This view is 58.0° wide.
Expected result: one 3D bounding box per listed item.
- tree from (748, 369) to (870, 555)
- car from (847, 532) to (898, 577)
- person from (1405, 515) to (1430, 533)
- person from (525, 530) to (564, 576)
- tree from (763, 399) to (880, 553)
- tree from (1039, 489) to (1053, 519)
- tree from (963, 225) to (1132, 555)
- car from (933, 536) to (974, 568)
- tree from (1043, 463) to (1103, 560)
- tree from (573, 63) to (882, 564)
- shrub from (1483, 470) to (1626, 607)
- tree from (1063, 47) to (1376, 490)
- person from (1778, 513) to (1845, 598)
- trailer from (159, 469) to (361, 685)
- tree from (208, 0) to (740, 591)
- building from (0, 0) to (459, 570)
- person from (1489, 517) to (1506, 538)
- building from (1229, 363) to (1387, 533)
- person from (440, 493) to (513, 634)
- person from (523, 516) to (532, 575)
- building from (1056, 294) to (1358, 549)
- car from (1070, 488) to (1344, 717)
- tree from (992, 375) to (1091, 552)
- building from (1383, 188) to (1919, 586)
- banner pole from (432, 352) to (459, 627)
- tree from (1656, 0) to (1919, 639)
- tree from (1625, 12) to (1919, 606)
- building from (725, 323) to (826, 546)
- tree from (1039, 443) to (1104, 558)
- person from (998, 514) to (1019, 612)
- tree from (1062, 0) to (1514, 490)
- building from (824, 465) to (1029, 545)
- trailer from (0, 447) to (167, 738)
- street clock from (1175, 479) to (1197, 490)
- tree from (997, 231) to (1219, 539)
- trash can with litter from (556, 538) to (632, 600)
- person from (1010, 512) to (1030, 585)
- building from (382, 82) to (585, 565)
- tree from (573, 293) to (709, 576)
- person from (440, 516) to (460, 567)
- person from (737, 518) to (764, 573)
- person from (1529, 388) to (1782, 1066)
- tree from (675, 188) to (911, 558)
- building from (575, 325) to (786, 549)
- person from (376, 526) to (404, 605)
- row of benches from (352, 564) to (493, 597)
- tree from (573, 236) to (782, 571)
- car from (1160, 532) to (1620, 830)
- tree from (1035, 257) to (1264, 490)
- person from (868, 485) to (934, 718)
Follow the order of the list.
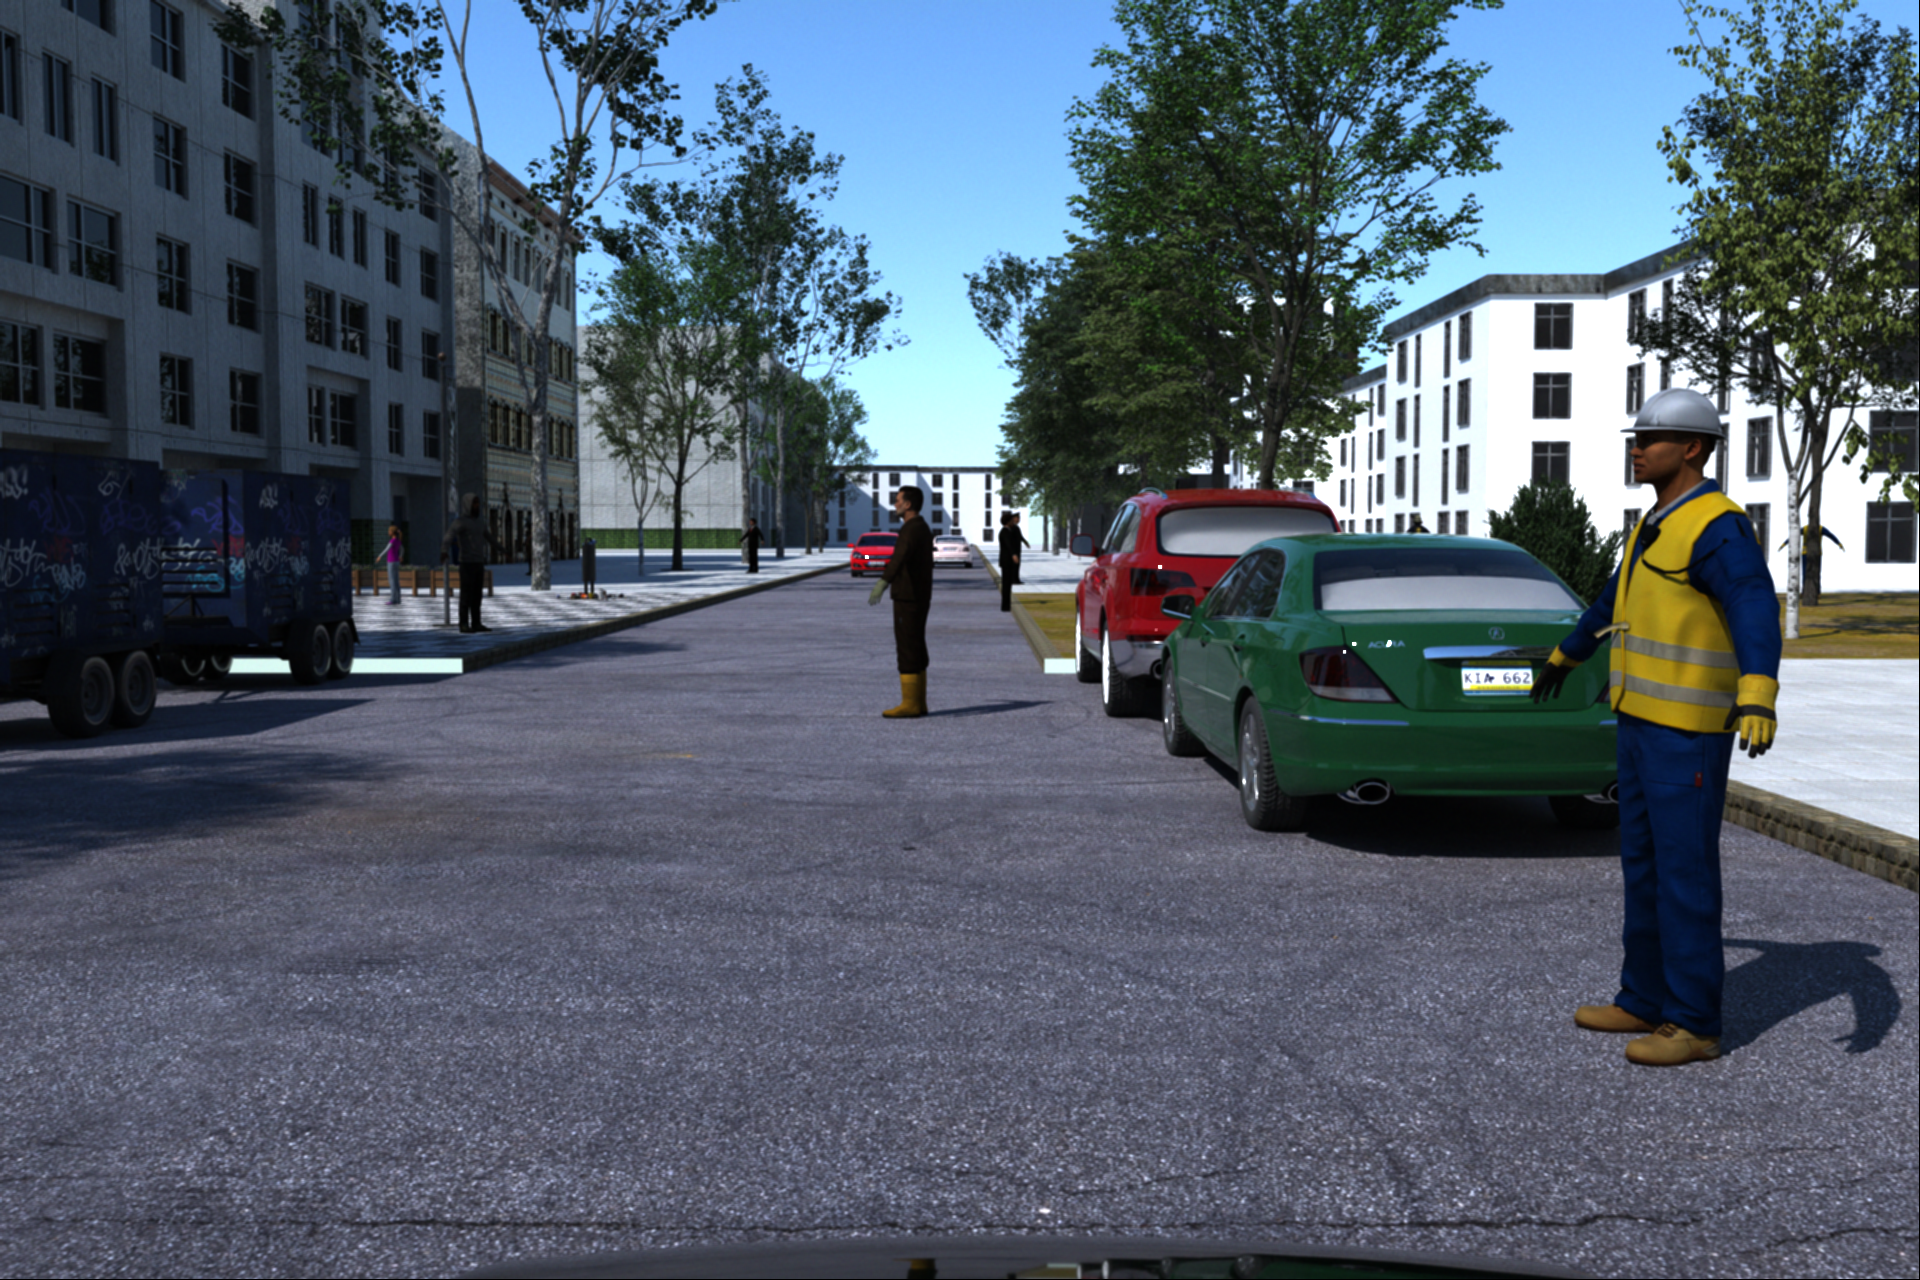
[{"bbox_3d":[-9.417,-11.164,108.290,9.928,11.665,9.643,0,3,0],"label":"tree"},{"bbox_3d":[-2.726,-3.049,58.899,2.155,1.783,4.494,0,4,0],"label":"car"},{"bbox_3d":[14.173,-2.929,53.672,1.354,1.856,0.705,0,4,7],"label":"person"},{"bbox_3d":[-12.593,-2.824,52.317,0.704,1.843,1.345,3,5,43],"label":"person"},{"bbox_3d":[-9.511,-11.178,117.181,8.767,10.594,7.601,0,4,3],"label":"tree"},{"bbox_3d":[12.217,-16.063,212.997,4.360,8.622,3.978,0,3,0],"label":"tree"},{"bbox_3d":[6.854,-15.077,102.400,12.611,20.169,13.585,0,3,0],"label":"tree"},{"bbox_3d":[-0.422,-3.744,73.575,2.083,1.381,4.827,0,4,-1],"label":"car"},{"bbox_3d":[5.824,-8.219,84.743,4.360,8.622,3.978,0,3,0],"label":"tree"},{"bbox_3d":[-9.730,-13.249,72.505,12.611,20.169,13.585,0,3,0],"label":"tree"},{"bbox_3d":[6.880,-0.969,20.256,1.690,2.028,1.600,0,3,0],"label":"shrub"},{"bbox_3d":[5.804,-7.533,41.292,7.486,12.596,7.792,0,3,0],"label":"tree"},{"bbox_3d":[16.988,-1.719,34.562,1.216,1.772,0.721,3,4,36],"label":"person"},{"bbox_3d":[-6.792,-0.550,16.043,1.471,1.999,3.904,0,4,0],"label":"trailer"},{"bbox_3d":[-10.493,-11.258,39.959,12.611,20.169,13.585,0,3,0],"label":"tree"},{"bbox_3d":[-27.555,-11.170,49.094,16.747,18.905,31.486,0,4,1],"label":"building"},{"bbox_3d":[14.308,-2.355,45.302,1.217,1.733,0.721,2,4,32],"label":"person"},{"bbox_3d":[21.759,-9.522,97.828,9.099,9.664,28.070,0,3,0],"label":"building"},{"bbox_3d":[-6.320,-1.000,22.484,0.705,1.813,1.348,2,4,24],"label":"person"},{"bbox_3d":[-13.388,-2.949,53.978,0.705,1.858,1.354,-2,4,-23],"label":"person"},{"bbox_3d":[22.850,-19.569,163.924,27.936,21.610,32.646,0,4,0],"label":"building"},{"bbox_3d":[2.142,-0.395,15.130,2.281,1.827,5.304,0,3,0],"label":"car"},{"bbox_3d":[6.076,-12.564,123.552,7.486,12.596,7.792,0,3,0],"label":"tree"},{"bbox_3d":[21.556,-6.975,56.187,9.099,9.664,28.070,0,4,0],"label":"building"},{"bbox_3d":[-7.128,-2.090,24.191,0.401,3.779,0.863,0,4,0],"label":"banner pole"},{"bbox_3d":[10.235,-4.308,20.805,4.737,8.622,4.395,0,3,0],"label":"tree"},{"bbox_3d":[15.480,-5.882,30.577,7.601,10.594,8.767,-1,4,-13],"label":"tree"},{"bbox_3d":[-24.618,-21.912,189.188,19.493,23.208,18.063,0,4,-1],"label":"building"},{"bbox_3d":[6.006,-8.681,92.299,4.737,8.622,4.395,0,3,0],"label":"tree"},{"bbox_3d":[0.903,-1.432,32.064,0.705,1.806,1.347,0,4,-5],"label":"person"},{"bbox_3d":[5.316,-6.315,29.009,9.928,11.665,9.643,0,3,0],"label":"tree"},{"bbox_3d":[-5.531,-16.374,212.311,28.070,9.664,9.099,0,4,-5],"label":"building"},{"bbox_3d":[-6.793,-0.288,11.758,1.471,1.999,3.904,0,4,1],"label":"trailer"},{"bbox_3d":[2.946,-1.105,22.639,0.358,2.002,0.471,0,4,-1],"label":"street clock"},{"bbox_3d":[6.048,-10.052,71.005,9.857,13.997,8.962,0,3,0],"label":"tree"},{"bbox_3d":[-7.237,-1.447,34.723,1.678,1.210,2.233,0,4,2],"label":"trash can with litter"},{"bbox_3d":[1.434,-2.330,44.029,0.705,1.837,1.347,2,4,24],"label":"person"},{"bbox_3d":[-28.644,-15.165,78.879,19.493,23.208,18.063,0,4,-1],"label":"building"},{"bbox_3d":[-9.841,-6.294,53.267,4.360,8.622,3.978,0,3,0],"label":"tree"},{"bbox_3d":[-15.758,-2.952,54.127,1.347,1.847,0.705,3,4,38],"label":"person"},{"bbox_3d":[-6.852,-3.118,57.172,1.347,1.806,0.705,3,5,44],"label":"person"},{"bbox_3d":[1.949,0.221,4.817,0.705,1.833,1.349,0,4,-3],"label":"person"},{"bbox_3d":[-9.056,-14.517,93.237,12.611,20.169,13.585,0,3,0],"label":"tree"},{"bbox_3d":[-26.314,-18.120,162.722,16.747,18.905,31.486,0,3,0],"label":"building"},{"bbox_3d":[-10.369,-1.362,31.541,0.599,1.433,0.991,0,4,7],"label":"person"},{"bbox_3d":[-11.395,-1.239,35.722,4.104,0.672,1.422,1,4,21],"label":"row of benches"},{"bbox_3d":[-9.778,-8.233,60.369,9.928,11.665,9.643,0,3,0],"label":"tree"},{"bbox_3d":[2.281,0.121,9.823,2.131,1.459,4.920,0,4,-1],"label":"car"},{"bbox_3d":[5.978,-7.318,54.054,7.601,10.594,8.767,-1,4,-10],"label":"tree"},{"bbox_3d":[-0.416,-0.305,13.588,0.704,1.812,1.346,1,4,14],"label":"person"}]
